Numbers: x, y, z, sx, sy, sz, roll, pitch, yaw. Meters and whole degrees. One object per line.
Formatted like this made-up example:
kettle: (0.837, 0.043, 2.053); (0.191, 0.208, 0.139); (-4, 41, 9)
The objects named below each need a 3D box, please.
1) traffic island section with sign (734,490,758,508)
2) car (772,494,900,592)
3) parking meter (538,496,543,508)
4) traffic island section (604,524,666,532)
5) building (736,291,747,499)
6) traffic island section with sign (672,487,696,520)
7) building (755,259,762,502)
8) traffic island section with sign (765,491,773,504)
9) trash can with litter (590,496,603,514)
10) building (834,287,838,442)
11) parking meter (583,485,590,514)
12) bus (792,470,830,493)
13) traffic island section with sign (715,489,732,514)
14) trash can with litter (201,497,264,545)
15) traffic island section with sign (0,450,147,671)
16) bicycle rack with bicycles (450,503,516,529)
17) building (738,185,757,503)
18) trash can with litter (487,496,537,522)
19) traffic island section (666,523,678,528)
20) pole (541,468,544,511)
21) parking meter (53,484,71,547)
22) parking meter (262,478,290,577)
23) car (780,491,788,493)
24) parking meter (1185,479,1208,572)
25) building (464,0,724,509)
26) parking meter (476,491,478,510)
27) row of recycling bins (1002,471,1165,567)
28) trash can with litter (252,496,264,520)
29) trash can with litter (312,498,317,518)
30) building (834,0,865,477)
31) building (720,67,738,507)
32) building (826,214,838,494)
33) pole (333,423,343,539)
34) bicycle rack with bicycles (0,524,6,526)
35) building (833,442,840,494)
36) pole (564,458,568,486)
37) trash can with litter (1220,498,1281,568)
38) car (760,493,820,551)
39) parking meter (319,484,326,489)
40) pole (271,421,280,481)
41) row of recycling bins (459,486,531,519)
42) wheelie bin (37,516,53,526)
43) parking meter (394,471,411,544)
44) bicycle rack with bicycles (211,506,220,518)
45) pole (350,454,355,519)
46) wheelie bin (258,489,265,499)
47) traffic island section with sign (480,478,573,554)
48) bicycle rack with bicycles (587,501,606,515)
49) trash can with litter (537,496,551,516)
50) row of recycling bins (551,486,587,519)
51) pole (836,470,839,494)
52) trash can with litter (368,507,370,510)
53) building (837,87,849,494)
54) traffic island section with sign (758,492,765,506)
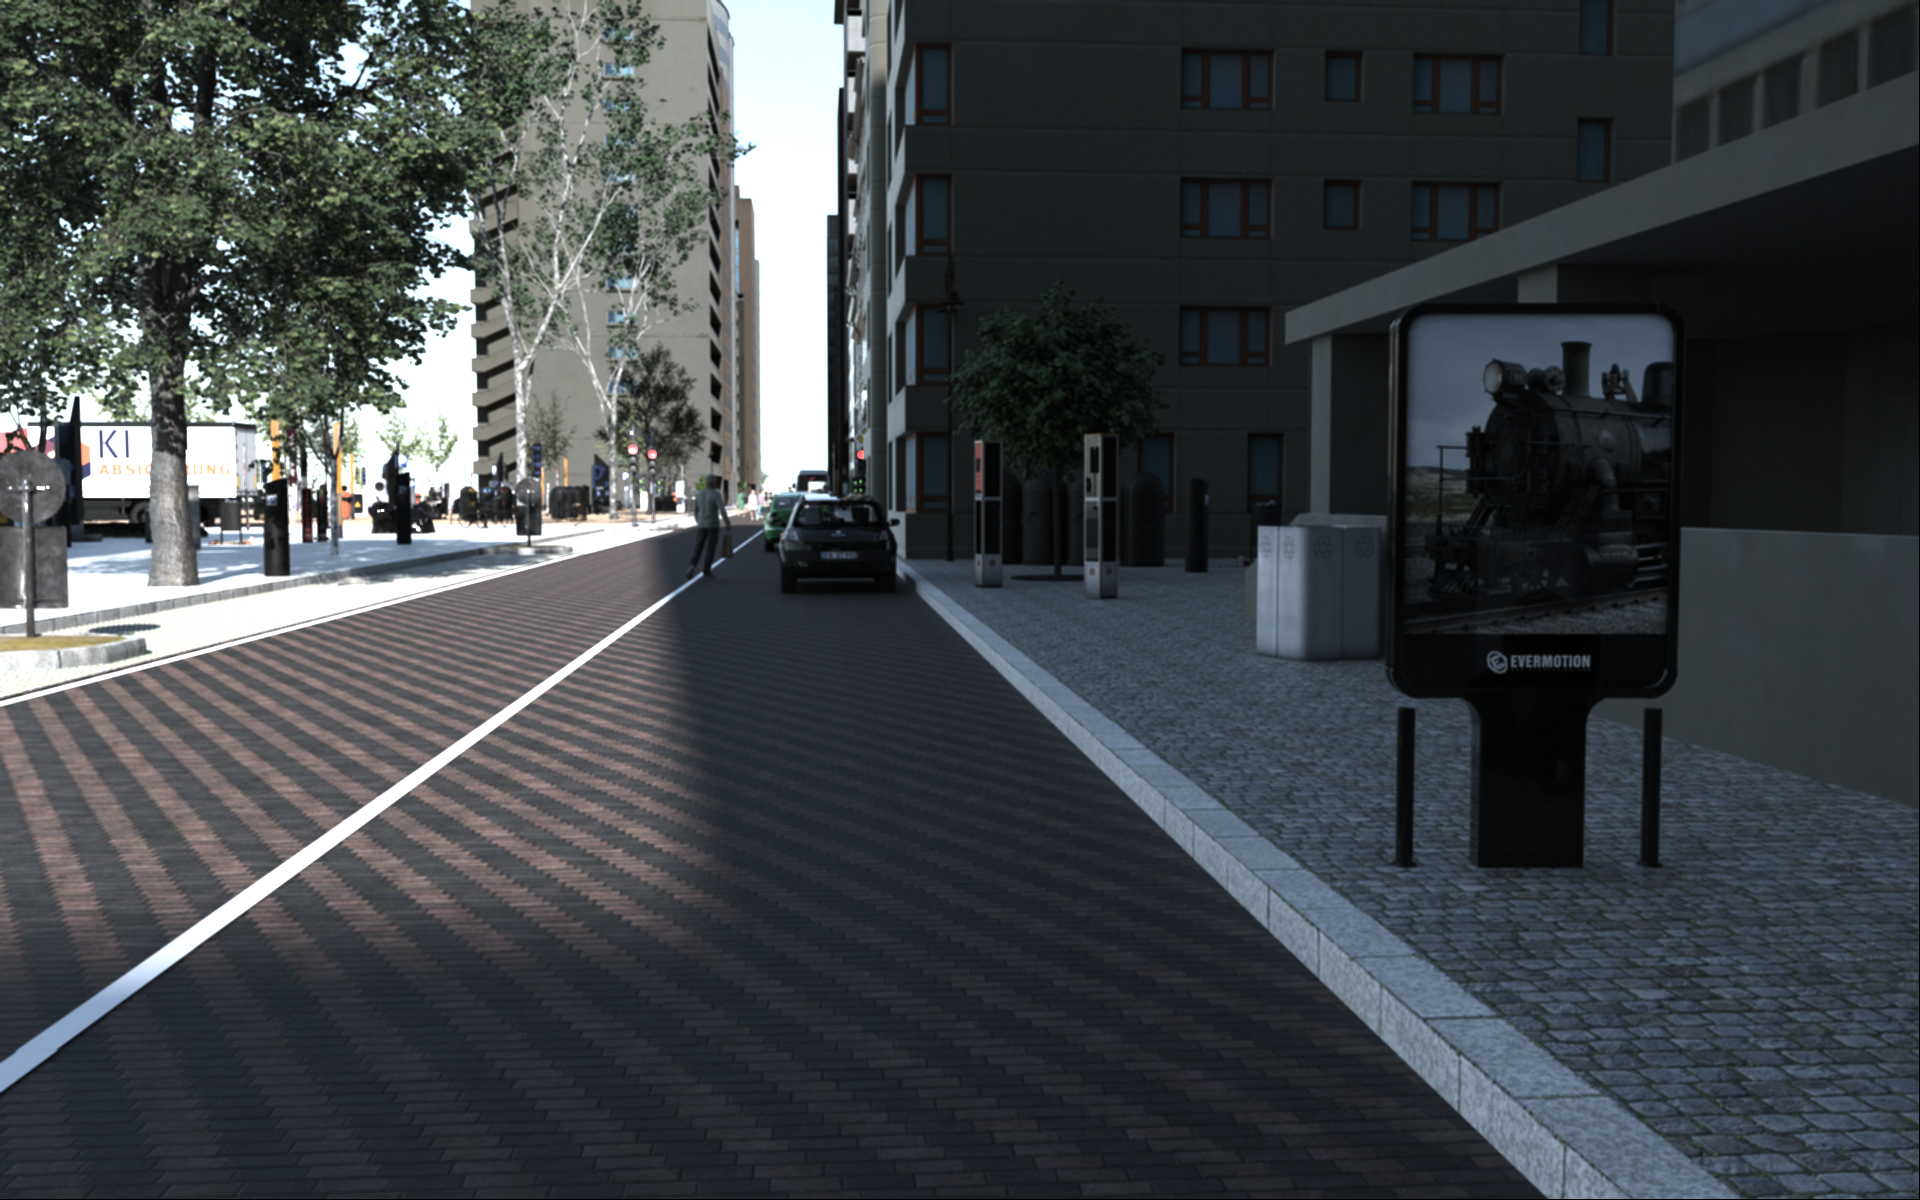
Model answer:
traffic island section with sign: (-21.566, -10.078, 173.400); (1.989, 1.847, 2.006); (0, 4, -5)
car: (-1.906, -1.036, 26.732); (2.009, 1.686, 4.222); (0, 4, -5)
parking meter: (-34.319, -8.313, 141.624); (0.255, 1.863, 0.399); (1, 4, 23)
traffic island section: (-12.533, -2.710, 66.583); (2.009, 0.180, 2.903); (0, 4, -5)
building: (-36.895, -28.592, 239.176); (14.160, 30.474, 14.107); (0, 4, -5)
traffic island section with sign: (-15.137, -5.427, 97.364); (1.989, 1.847, 2.006); (0, 4, -5)
building: (-40.890, -37.255, 292.713); (14.154, 41.232, 14.086); (0, 4, -5)
traffic island section with sign: (-28.535, -15.122, 255.878); (1.989, 1.847, 2.006); (0, 4, -5)
trash can with litter: (-23.854, -6.209, 112.897); (0.624, 1.170, 1.055); (3, 5, 40)
building: (-10.541, -28.745, 241.687); (14.160, 30.474, 14.107); (0, 4, -5)
parking meter: (-24.079, -6.476, 111.595); (0.399, 1.863, 0.255); (1, 4, 18)
bus: (-11.760, -8.686, 136.871); (2.948, 3.499, 13.247); (0, 4, -6)
traffic island section with sign: (-17.414, -7.070, 124.223); (1.989, 1.847, 2.006); (0, 4, -5)
trash can with litter: (-18.875, -2.018, 44.044); (2.233, 1.210, 1.678); (0, 4, 3)
traffic island section with sign: (-8.170, -0.377, 14.786); (1.989, 1.847, 2.006); (0, 4, -5)
bicycle rack with bicycles: (-17.835, -3.159, 65.037); (2.925, 0.926, 2.852); (2, 4, 30)
building: (-37.083, -36.933, 253.959); (14.600, 45.320, 14.200); (0, 4, -5)
trash can with litter: (-21.192, -4.263, 80.758); (2.233, 1.210, 1.678); (-2, 4, -29)
traffic island section: (-13.206, -3.196, 74.540); (2.009, 0.180, 2.903); (0, 4, -5)
pole: (-32.295, -8.573, 134.015); (0.158, 3.312, 0.155); (0, 3, 0)
parking meter: (-21.663, -2.040, 41.766); (0.372, 1.533, 0.369); (0, 3, 0)
parking meter: (-10.678, -1.140, 27.043); (0.372, 1.533, 0.369); (0, 3, 0)
car: (-24.120, -14.104, 239.265); (2.281, 1.827, 5.304); (0, 4, -5)
parking meter: (3.889, -1.226, 28.458); (0.372, 1.533, 0.369); (0, 3, 0)
building: (-33.231, -32.768, 159.455); (21.300, 48.544, 21.600); (0, 4, -5)
parking meter: (-37.749, -7.735, 134.884); (0.372, 1.533, 0.369); (0, 3, 0)
row of recycling bins: (2.003, -1.482, 31.337); (3.534, 1.692, 1.069); (2, 4, 24)
trash can with litter: (-34.068, -4.470, 84.475); (1.055, 1.170, 0.624); (3, 5, 44)
trash can with litter: (-34.049, -4.913, 91.716); (1.055, 1.170, 0.624); (-1, 4, -8)
building: (2.415, -35.381, 167.716); (28.713, 52.752, 27.495); (0, 4, -5)
building: (-30.931, -32.311, 178.394); (14.600, 45.320, 14.200); (0, 4, -5)
building: (-12.576, -34.967, 255.308); (14.154, 41.232, 14.086); (0, 4, -5)
pole: (-17.853, -3.418, 49.725); (0.158, 3.312, 0.155); (0, 3, 0)
bicycle rack with bicycles: (-17.695, -1.030, 30.215); (2.925, 0.926, 2.852); (-1, 4, -10)
building: (-4.138, -54.863, 209.685); (22.319, 86.520, 31.000); (0, 4, -5)
pole: (-21.948, -6.283, 96.564); (0.158, 3.312, 0.155); (0, 3, 0)
trash can with litter: (5.774, -1.192, 30.548); (2.233, 1.210, 1.678); (1, 4, 16)
car: (-4.163, -2.194, 44.667); (1.959, 1.807, 4.718); (0, 4, -6)
parking meter: (-35.323, -5.527, 96.080); (0.399, 1.863, 0.255); (1, 4, 16)
pole: (-19.042, -3.327, 48.241); (0.158, 3.312, 0.155); (0, 3, 0)
row of recycling bins: (-23.877, -5.007, 88.970); (3.534, 1.692, 1.069); (-1, 4, -20)
wheelie bin: (-25.388, -2.456, 48.066); (0.980, 1.594, 0.693); (0, 4, -4)
parking meter: (-14.265, -2.361, 44.316); (0.399, 1.863, 0.255); (-1, 4, -19)
bicycle rack with bicycles: (-40.471, -4.871, 93.030); (2.925, 0.926, 2.852); (-1, 4, -16)
pole: (-30.952, -5.771, 88.201); (0.158, 3.312, 0.155); (0, 3, 0)
wheelie bin: (-46.330, -6.517, 114.458); (0.693, 1.594, 0.980); (1, 4, 19)
traffic island section with sign: (-10.463, -2.039, 41.969); (1.989, 1.847, 2.006); (0, 4, -5)
bicycle rack with bicycles: (-23.369, -5.707, 106.691); (2.852, 0.926, 2.925); (-2, 4, -31)
trash can with litter: (-24.724, -5.565, 102.051); (1.678, 1.210, 2.233); (2, 4, 25)
row of recycling bins: (-20.438, -5.087, 90.291); (1.069, 1.692, 3.534); (-2, 4, -33)
pole: (-10.278, -9.273, 145.459); (0.158, 3.312, 0.155); (0, 3, 0)
trash can with litter: (-47.341, -7.739, 137.921); (1.055, 1.170, 0.624); (1, 4, 23)
building: (-6.257, -32.906, 188.126); (14.600, 45.320, 14.200); (0, 4, -5)
traffic island section with sign: (-23.833, -11.721, 200.260); (1.989, 1.847, 2.006); (0, 4, -5)
